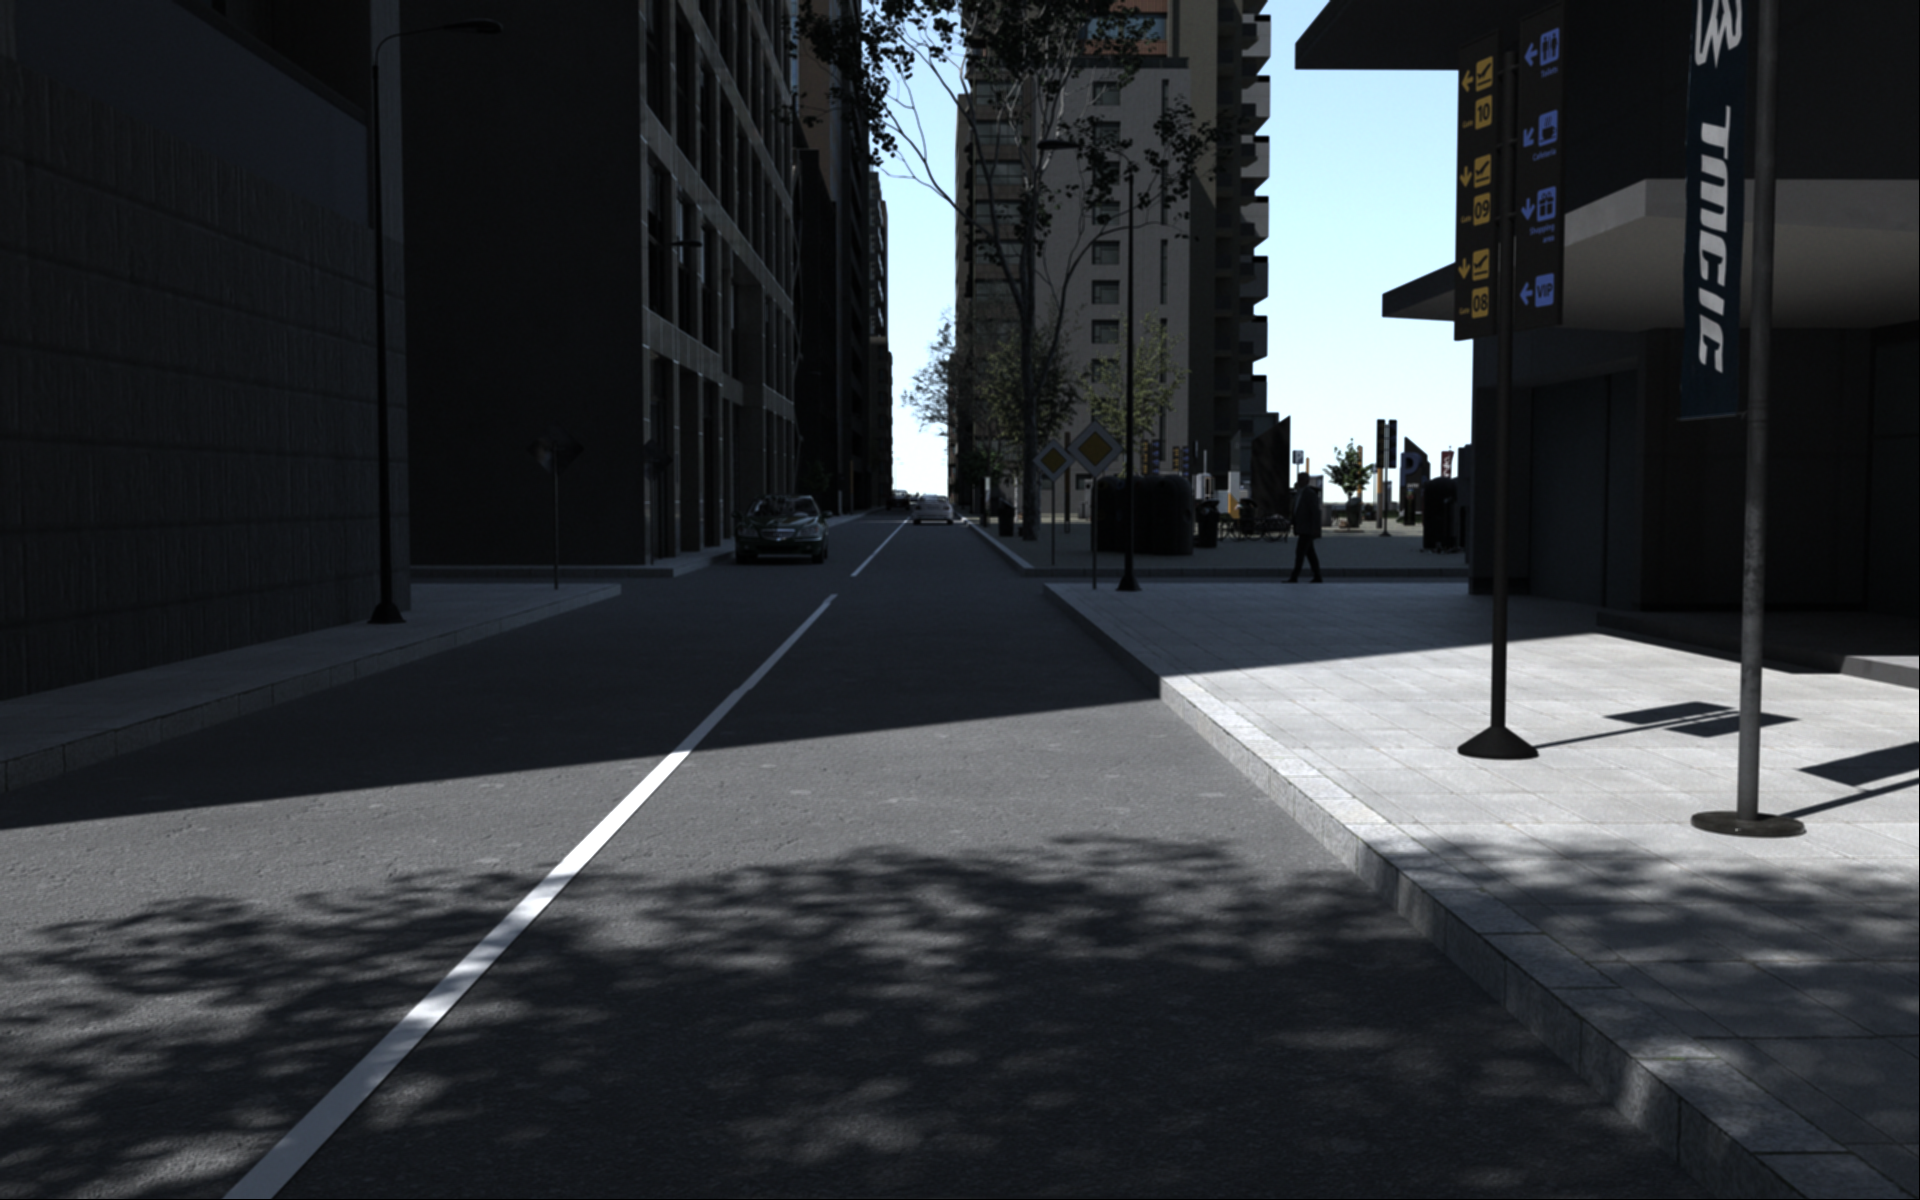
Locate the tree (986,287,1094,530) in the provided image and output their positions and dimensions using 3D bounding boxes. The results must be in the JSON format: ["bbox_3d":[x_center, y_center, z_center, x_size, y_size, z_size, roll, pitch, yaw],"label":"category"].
[{"bbox_3d":[2.836,-6.847,62.315,4.360,8.622,3.978,0,3,0],"label":"tree"}]

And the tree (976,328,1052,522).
[{"bbox_3d":[2.774,-7.808,78.026,4.737,8.622,4.395,0,3,0],"label":"tree"}]

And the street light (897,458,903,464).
[{"bbox_3d":[-8.493,-15.469,225.458,1.470,5.913,1.316,0,4,-1],"label":"street light"}]

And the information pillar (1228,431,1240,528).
[{"bbox_3d":[10.128,-4.435,63.872,0.504,3.616,0.183,-2,4,-31],"label":"information pillar"}]

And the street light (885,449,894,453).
[{"bbox_3d":[-7.746,-12.536,177.496,1.470,5.913,1.316,0,4,-1],"label":"street light"}]

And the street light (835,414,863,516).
[{"bbox_3d":[-6.572,-7.828,100.526,1.470,5.913,1.316,0,4,-1],"label":"street light"}]

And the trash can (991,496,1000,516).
[{"bbox_3d":[2.006,-5.595,103.124,0.748,1.137,0.748,0,3,0],"label":"trash can"}]

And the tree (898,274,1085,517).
[{"bbox_3d":[1.710,-11.368,96.231,12.009,13.543,11.850,0,3,0],"label":"tree"}]

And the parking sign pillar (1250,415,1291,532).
[{"bbox_3d":[10.579,-4.320,59.102,1.447,3.967,1.447,0,4,3],"label":"parking sign pillar"}]

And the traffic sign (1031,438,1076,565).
[{"bbox_3d":[1.687,-1.693,31.322,0.795,2.450,0.064,0,4,-1],"label":"traffic sign"}]

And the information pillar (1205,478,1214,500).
[{"bbox_3d":[11.124,-4.446,77.180,0.304,2.012,0.304,-3,5,-39],"label":"information pillar"}]

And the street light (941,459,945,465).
[{"bbox_3d":[-0.981,-12.856,182.735,1.470,5.913,1.316,0,4,-1],"label":"street light"}]

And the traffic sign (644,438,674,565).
[{"bbox_3d":[-5.557,-1.687,31.226,0.795,2.450,0.064,0,4,-1],"label":"traffic sign"}]

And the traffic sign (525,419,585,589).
[{"bbox_3d":[-5.428,-1.199,23.242,0.795,2.450,0.064,0,4,-1],"label":"traffic sign"}]

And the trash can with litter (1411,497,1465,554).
[{"bbox_3d":[10.605,-1.653,38.083,1.678,1.210,2.233,2,4,26],"label":"trash can with litter"}]

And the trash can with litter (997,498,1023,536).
[{"bbox_3d":[1.650,-2.521,52.611,1.055,1.170,0.624,1,4,8],"label":"trash can with litter"}]

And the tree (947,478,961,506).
[{"bbox_3d":[-0.358,-11.970,190.317,1.663,3.219,1.824,0,3,0],"label":"tree"}]

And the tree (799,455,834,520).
[{"bbox_3d":[-6.935,-5.523,84.907,1.663,3.219,1.824,0,3,0],"label":"tree"}]

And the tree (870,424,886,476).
[{"bbox_3d":[-9.677,-14.189,182.344,4.737,8.622,4.395,0,3,0],"label":"tree"}]

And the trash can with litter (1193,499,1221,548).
[{"bbox_3d":[5.777,-1.851,41.651,0.624,1.170,1.055,-2,4,-30],"label":"trash can with litter"}]

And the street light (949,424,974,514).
[{"bbox_3d":[0.200,-8.644,113.867,1.470,5.913,1.316,0,4,-1],"label":"street light"}]

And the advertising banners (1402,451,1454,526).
[{"bbox_3d":[18.998,-4.532,70.293,2.074,3.025,0.090,0,4,2],"label":"advertising banners"}]

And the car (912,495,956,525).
[{"bbox_3d":[-1.245,-4.253,81.891,2.083,1.381,4.827,0,4,0],"label":"car"}]

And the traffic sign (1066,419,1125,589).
[{"bbox_3d":[1.815,-1.205,23.338,0.795,2.450,0.064,0,4,-1],"label":"traffic sign"}]

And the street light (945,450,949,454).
[{"bbox_3d":[-0.292,-10.742,148.174,1.470,5.913,1.316,0,4,-1],"label":"street light"}]

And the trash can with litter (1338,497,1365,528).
[{"bbox_3d":[14.690,-3.282,65.044,0.624,1.170,1.055,3,5,45],"label":"trash can with litter"}]

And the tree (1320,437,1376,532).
[{"bbox_3d":[13.284,-3.911,58.544,1.663,3.219,1.824,0,3,0],"label":"tree"}]

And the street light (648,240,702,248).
[{"bbox_3d":[-5.406,-3.624,31.789,1.470,5.913,1.316,0,4,-1],"label":"street light"}]

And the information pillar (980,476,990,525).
[{"bbox_3d":[1.017,-4.081,71.224,0.304,2.012,0.304,-3,5,-40],"label":"information pillar"}]

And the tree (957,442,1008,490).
[{"bbox_3d":[1.466,-7.713,109.824,4.285,4.588,4.351,0,3,0],"label":"tree"}]

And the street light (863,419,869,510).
[{"bbox_3d":[-6.559,-8.260,107.594,1.470,5.913,1.316,0,4,-1],"label":"street light"}]

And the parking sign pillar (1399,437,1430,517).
[{"bbox_3d":[21.107,-5.636,80.614,1.447,3.967,1.447,-2,4,-34],"label":"parking sign pillar"}]

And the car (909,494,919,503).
[{"bbox_3d":[-7.118,-15.209,260.668,2.014,1.417,4.499,0,4,-2],"label":"car"}]

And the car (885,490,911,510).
[{"bbox_3d":[-5.466,-8.835,153.117,2.281,1.827,5.304,0,4,0],"label":"car"}]

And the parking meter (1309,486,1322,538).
[{"bbox_3d":[10.431,-2.595,50.845,0.372,1.533,0.369,0,3,0],"label":"parking meter"}]

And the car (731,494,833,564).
[{"bbox_3d":[-3.784,-1.551,37.163,2.131,1.459,4.920,0,4,-3],"label":"car"}]

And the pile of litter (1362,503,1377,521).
[{"bbox_3d":[19.349,-4.201,82.650,1.719,0.858,1.176,0,4,0],"label":"pile of litter"}]

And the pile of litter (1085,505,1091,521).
[{"bbox_3d":[6.678,-4.234,83.198,1.176,0.858,1.719,-1,4,-17],"label":"pile of litter"}]

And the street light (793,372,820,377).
[{"bbox_3d":[-6.028,-5.730,66.219,1.470,5.913,1.316,0,4,-1],"label":"street light"}]

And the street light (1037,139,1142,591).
[{"bbox_3d":[1.706,-3.078,22.872,1.470,5.913,1.316,0,4,-1],"label":"street light"}]

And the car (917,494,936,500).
[{"bbox_3d":[-2.415,-7.848,138.101,2.009,1.686,4.222,0,4,-1],"label":"car"}]

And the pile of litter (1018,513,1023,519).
[{"bbox_3d":[3.343,-4.605,89.255,1.719,0.858,1.176,-2,4,-34],"label":"pile of litter"}]

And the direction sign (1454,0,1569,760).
[{"bbox_3d":[2.651,-1.005,8.436,0.379,3.537,0.876,-1,4,-16],"label":"direction sign"}]

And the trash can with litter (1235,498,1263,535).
[{"bbox_3d":[9.117,-2.624,54.289,0.624,1.170,1.055,3,4,39],"label":"trash can with litter"}]

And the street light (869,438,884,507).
[{"bbox_3d":[-7.233,-10.417,142.854,1.470,5.913,1.316,0,4,-1],"label":"street light"}]

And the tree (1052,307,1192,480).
[{"bbox_3d":[6.846,-7.176,67.692,4.737,8.622,4.395,0,3,0],"label":"tree"}]

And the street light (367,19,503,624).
[{"bbox_3d":[-5.177,-2.725,17.099,1.470,5.913,1.316,0,4,-1],"label":"street light"}]

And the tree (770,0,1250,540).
[{"bbox_3d":[1.186,-11.645,46.291,12.611,20.169,13.585,0,3,0],"label":"tree"}]
